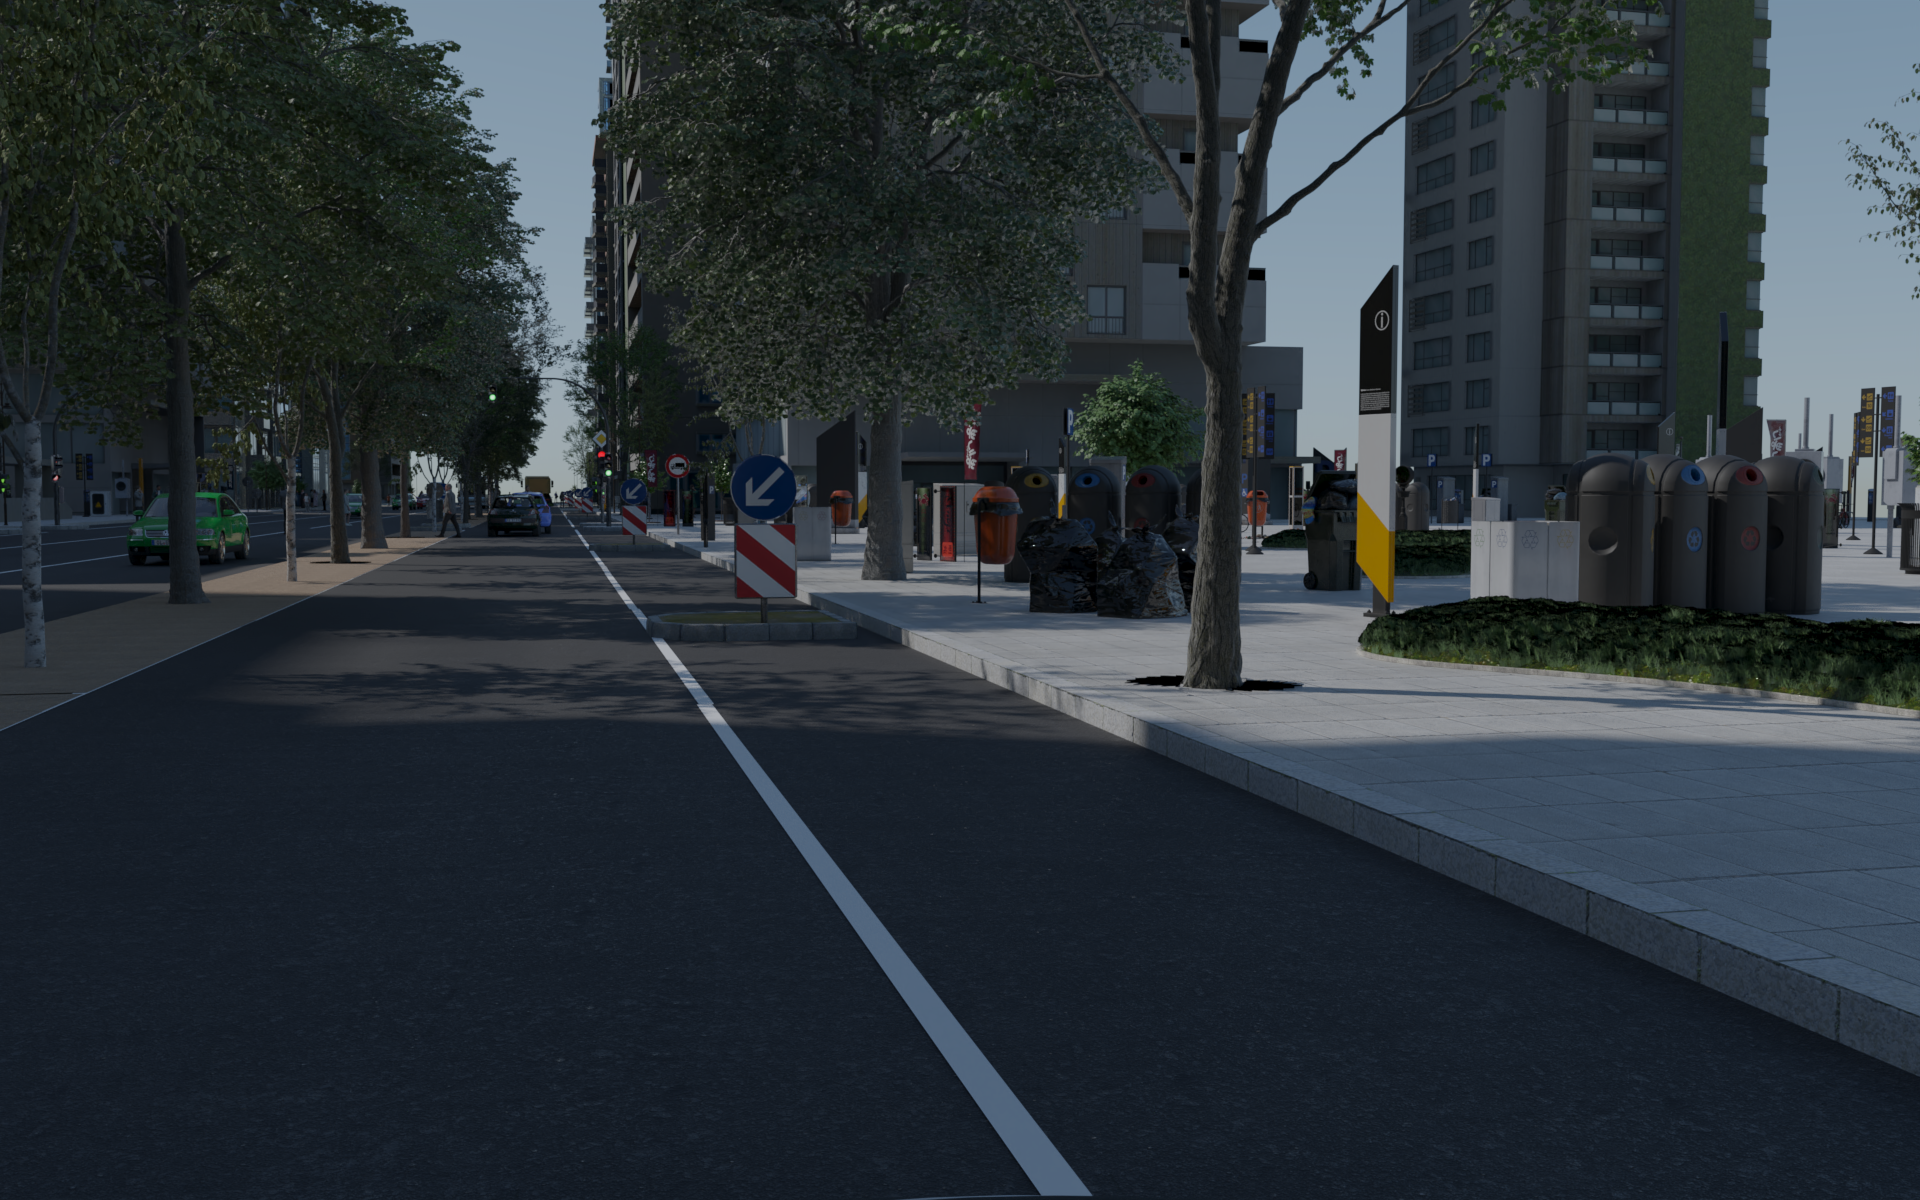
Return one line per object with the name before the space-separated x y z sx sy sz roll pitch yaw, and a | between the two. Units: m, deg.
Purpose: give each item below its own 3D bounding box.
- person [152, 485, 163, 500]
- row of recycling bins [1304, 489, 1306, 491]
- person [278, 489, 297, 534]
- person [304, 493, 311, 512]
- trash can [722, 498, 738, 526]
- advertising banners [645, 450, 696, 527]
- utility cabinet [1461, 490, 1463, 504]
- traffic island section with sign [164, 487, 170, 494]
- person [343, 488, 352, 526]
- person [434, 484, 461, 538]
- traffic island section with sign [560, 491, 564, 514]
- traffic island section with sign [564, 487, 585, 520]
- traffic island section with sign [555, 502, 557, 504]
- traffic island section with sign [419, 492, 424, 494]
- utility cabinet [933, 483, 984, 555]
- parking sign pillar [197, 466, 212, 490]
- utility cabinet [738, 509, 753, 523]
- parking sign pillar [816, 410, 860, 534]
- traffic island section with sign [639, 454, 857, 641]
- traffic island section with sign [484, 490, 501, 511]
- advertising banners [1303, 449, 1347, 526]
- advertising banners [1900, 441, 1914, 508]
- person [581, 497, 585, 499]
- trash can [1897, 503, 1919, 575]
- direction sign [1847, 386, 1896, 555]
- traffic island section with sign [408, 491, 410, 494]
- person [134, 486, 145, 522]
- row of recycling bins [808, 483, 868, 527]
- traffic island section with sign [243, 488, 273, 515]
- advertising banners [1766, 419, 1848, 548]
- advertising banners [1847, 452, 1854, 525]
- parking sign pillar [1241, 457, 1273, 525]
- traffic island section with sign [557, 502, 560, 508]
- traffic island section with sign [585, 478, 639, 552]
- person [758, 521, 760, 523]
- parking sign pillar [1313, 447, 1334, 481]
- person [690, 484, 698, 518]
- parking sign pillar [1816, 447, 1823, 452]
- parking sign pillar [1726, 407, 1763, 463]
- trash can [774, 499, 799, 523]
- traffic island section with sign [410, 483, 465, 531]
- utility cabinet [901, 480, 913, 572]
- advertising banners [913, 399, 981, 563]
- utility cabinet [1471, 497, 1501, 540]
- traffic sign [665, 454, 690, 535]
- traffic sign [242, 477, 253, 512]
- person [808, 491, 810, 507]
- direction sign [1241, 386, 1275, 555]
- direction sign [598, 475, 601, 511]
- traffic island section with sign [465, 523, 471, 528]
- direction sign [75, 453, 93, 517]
person | -47.096 -5.863 101.880 0.794 1.824 0.713 -2 4 -33
row of recycling bins | 28.888 -8.987 154.057 3.534 1.692 1.069 1 4 20
person | -23.968 -3.247 61.762 0.592 1.802 0.473 2 4 28
person | -52.750 -7.887 140.042 0.503 1.515 0.523 -2 4 -32
trash can | -9.240 -3.558 69.820 0.748 1.137 0.748 0 3 0
advertising banners | -11.402 -4.398 68.091 2.074 3.025 0.090 1 4 10
utility cabinet | 25.974 -4.970 89.939 0.318 1.500 1.173 1 4 15
traffic island section with sign | -42.096 -5.117 92.285 1.989 1.847 2.006 -1 4 -13
person | -27.790 -4.215 78.411 0.522 1.701 0.512 -2 4 -23
person | -16.780 -2.925 56.717 0.834 1.777 0.661 0 4 -8
traffic island section with sign | -27.318 -7.034 123.638 1.989 1.847 2.006 -1 4 -13
traffic island section with sign | -21.093 -5.430 97.409 1.989 1.847 2.006 -1 4 -13
traffic island section with sign | -45.307 -11.674 199.501 1.989 1.847 2.006 -1 4 -13
traffic island section with sign | -85.412 -16.288 274.933 1.989 1.847 2.006 -1 4 -13
utility cabinet | -0.002 -1.675 36.061 1.173 1.500 0.318 -3 5 -41
parking sign pillar | -59.632 -9.049 136.420 1.447 3.967 1.447 1 4 19
utility cabinet | -4.239 -1.570 34.352 0.318 1.500 1.173 0 4 -7
parking sign pillar | -3.962 -4.129 55.984 1.447 3.967 1.447 1 4 12
traffic island section with sign | -2.210 -0.564 17.843 1.989 1.847 2.006 -1 4 -13
traffic island section with sign | -39.396 -8.512 147.314 2.006 1.907 1.989 -1 4 -13
advertising banners | 14.301 -4.423 68.497 2.074 3.025 0.090 3 4 36
advertising banners | 29.710 -3.511 53.600 2.074 3.025 0.090 -2 4 -24
person | -29.600 -7.773 135.953 0.532 1.782 0.716 0 4 3
trash can | 15.401 -0.983 27.721 0.748 1.137 0.748 0 3 0
direction sign | 19.457 -2.740 36.798 0.379 3.537 0.876 -1 4 -19
traffic island section with sign | -79.164 -14.677 248.588 1.989 1.847 2.006 -1 4 -13
person | -36.687 -4.207 77.468 0.473 1.802 0.592 0 4 0
row of recycling bins | -4.358 -3.671 67.137 3.534 1.692 1.069 0 4 1
traffic island section with sign | -48.538 -6.783 119.530 1.989 1.847 2.006 -1 4 -13
advertising banners | 19.844 -2.724 40.731 2.074 3.025 0.090 -1 4 -11
advertising banners | 36.567 -4.594 71.307 0.090 3.025 2.074 1 4 17
parking sign pillar | 12.234 -5.085 71.613 1.447 3.967 1.447 -2 4 -34
traffic island section with sign | -39.076 -10.070 173.273 1.989 1.847 2.006 -1 4 -13
traffic island section with sign | -8.456 -2.173 44.164 1.989 1.847 2.006 -1 4 -13
person | -6.624 -3.040 55.731 0.794 1.824 0.713 -1 4 -14
parking sign pillar | 21.015 -6.813 99.864 1.447 3.967 1.447 -1 4 -15
person | -14.328 -5.275 92.529 0.529 1.795 0.600 -2 4 -30
parking sign pillar | 48.133 -6.709 98.157 1.447 3.967 1.447 2 4 27
parking sign pillar | 24.321 -4.012 54.075 1.447 3.967 1.447 2 4 28
trash can | -4.705 -2.134 46.547 0.748 1.137 0.748 0 3 0
traffic island section with sign | -20.345 -3.599 66.988 2.006 1.907 1.989 -1 4 -13
utility cabinet | -0.947 -1.212 28.490 0.318 1.500 1.173 0 4 -3
advertising banners | -0.240 -2.237 32.767 0.090 3.025 2.074 -3 4 -38
utility cabinet | 10.231 -1.378 33.692 0.306 1.237 1.020 2 4 32
traffic sign | -8.940 -3.351 54.892 0.768 2.556 0.104 -1 4 -12
traffic sign | -51.779 -7.695 125.911 0.768 2.556 0.104 -1 4 -10
person | -5.562 -3.350 61.820 0.512 1.701 0.522 1 4 11
direction sign | 6.266 -2.735 36.709 0.379 3.537 0.876 -1 4 -15
direction sign | -28.077 -8.761 135.231 0.379 3.537 0.876 0 4 7
traffic island section with sign | -22.046 -4.040 74.198 2.006 1.907 1.989 -1 4 -13
direction sign | -48.916 -6.410 96.807 0.876 3.537 0.379 -3 5 -39
